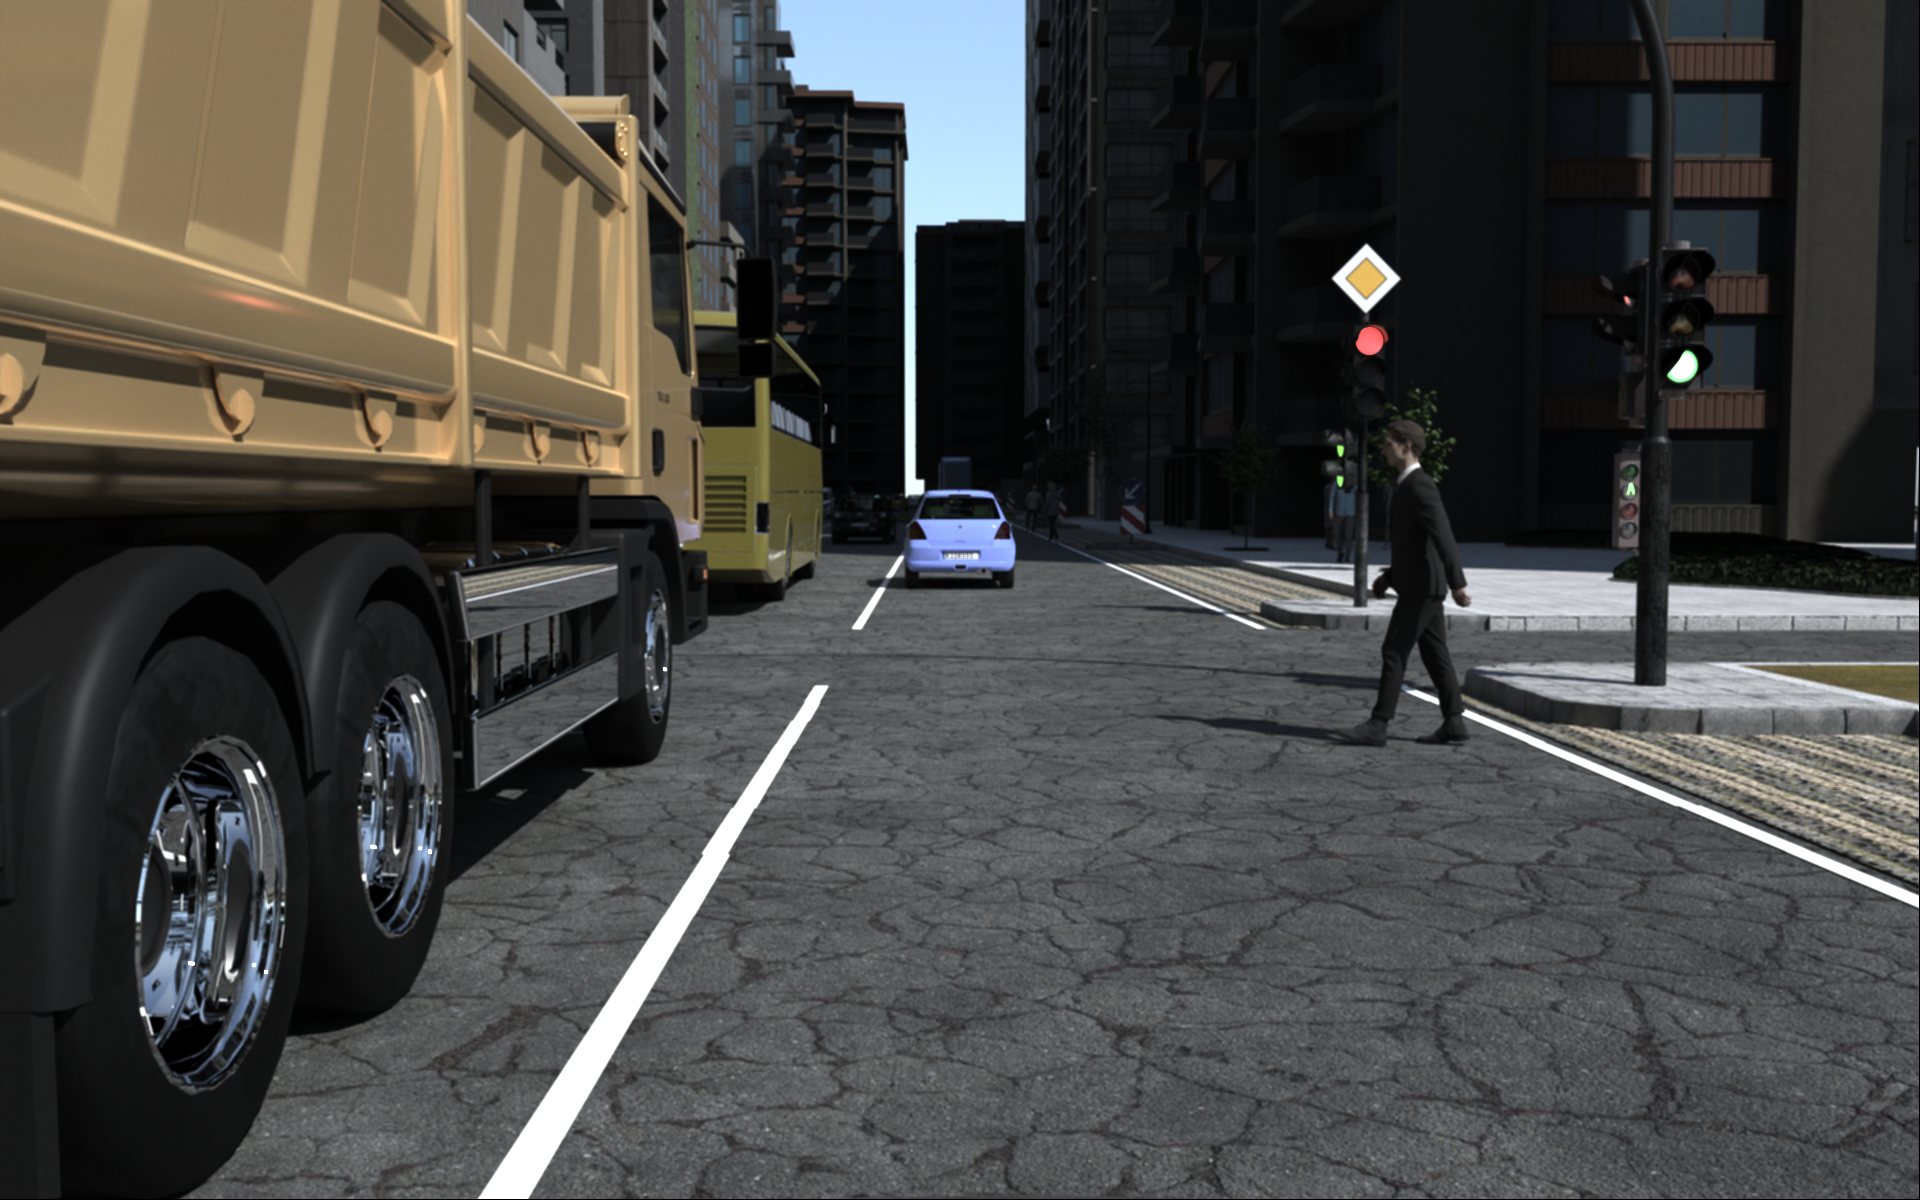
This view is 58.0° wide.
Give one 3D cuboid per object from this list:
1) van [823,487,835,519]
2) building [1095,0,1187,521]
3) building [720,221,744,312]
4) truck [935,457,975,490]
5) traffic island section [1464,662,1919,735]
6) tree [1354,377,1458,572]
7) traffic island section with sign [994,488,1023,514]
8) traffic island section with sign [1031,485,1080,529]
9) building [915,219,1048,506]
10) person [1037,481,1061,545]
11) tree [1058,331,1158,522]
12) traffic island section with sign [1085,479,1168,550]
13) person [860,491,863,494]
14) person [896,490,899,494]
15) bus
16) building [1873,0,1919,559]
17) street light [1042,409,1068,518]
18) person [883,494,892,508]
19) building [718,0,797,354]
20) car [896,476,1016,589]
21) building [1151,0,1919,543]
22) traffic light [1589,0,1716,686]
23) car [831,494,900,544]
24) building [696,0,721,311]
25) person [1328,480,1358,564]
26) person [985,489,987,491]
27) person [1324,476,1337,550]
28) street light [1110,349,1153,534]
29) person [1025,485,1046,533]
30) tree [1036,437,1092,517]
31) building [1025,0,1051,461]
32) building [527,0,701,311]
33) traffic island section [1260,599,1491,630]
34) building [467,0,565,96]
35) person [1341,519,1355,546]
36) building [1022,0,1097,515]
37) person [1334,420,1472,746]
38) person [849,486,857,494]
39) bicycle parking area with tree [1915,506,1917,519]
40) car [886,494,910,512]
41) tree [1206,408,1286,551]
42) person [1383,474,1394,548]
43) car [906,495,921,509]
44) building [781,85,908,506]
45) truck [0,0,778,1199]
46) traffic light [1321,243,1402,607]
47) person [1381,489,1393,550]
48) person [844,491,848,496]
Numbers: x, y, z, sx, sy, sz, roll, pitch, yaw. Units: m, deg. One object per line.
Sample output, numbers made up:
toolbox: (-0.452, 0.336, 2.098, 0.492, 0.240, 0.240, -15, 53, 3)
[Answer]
van: (-8.189, -5.696, 100.148, 2.013, 2.044, 4.112, 0, 4, -1)
building: (13.755, -24.694, 87.334, 14.154, 41.232, 14.086, 0, 4, -1)
building: (-28.591, -17.074, 124.192, 27.650, 21.520, 28.899, 0, 4, -1)
truck: (-0.018, -7.993, 120.442, 2.967, 4.110, 18.799, 0, 4, -2)
traffic island section: (4.657, 0.649, 11.672, 2.009, 0.180, 2.903, 0, 4, -1)
tree: (7.523, -2.087, 28.728, 1.663, 3.219, 1.824, 0, 3, 0)
traffic island section with sign: (3.409, -6.917, 121.718, 1.989, 1.847, 2.006, 0, 4, -1)
traffic island section with sign: (3.978, -3.900, 72.400, 1.989, 1.847, 2.006, 0, 4, -1)
building: (2.159, -25.278, 184.999, 14.107, 30.474, 14.160, 0, 4, -1)
person: (2.533, -2.434, 48.482, 0.709, 1.800, 0.728, -3, 5, -42)
tree: (6.478, -7.823, 78.263, 4.360, 8.622, 3.978, 0, 3, 0)
traffic island section with sign: (4.275, -2.221, 44.936, 1.989, 1.847, 2.006, 0, 4, -1)
person: (-9.481, -9.775, 168.835, 0.721, 1.766, 1.217, 0, 4, 2)
person: (-5.555, -8.992, 155.538, 0.705, 1.821, 1.348, -1, 4, -18)
bus: (-3.586, -2.106, 25.977, 2.896, 3.916, 12.252, 0, 4, -1)
building: (24.079, -20.862, 24.685, 14.086, 41.232, 14.154, 0, 4, -1)
street light: (5.179, -7.458, 94.477, 1.470, 5.913, 1.316, 0, 4, -1)
person: (-5.779, -7.735, 138.154, 0.628, 1.438, 0.799, 2, 4, 32)
building: (-30.517, -32.886, 157.286, 30.456, 49.044, 23.786, 0, 4, -1)
car: (-0.050, -1.100, 27.579, 1.945, 1.707, 3.694, 0, 4, -2)
building: (18.154, -24.662, 57.852, 22.147, 44.769, 28.867, 0, 4, -1)
traffic light: (2.526, -2.246, 11.392, 4.771, 5.953, 1.251, 0, 4, -1)
car: (-2.815, -2.533, 51.206, 2.009, 1.686, 4.222, 0, 4, 1)
building: (-21.935, -27.612, 101.567, 14.600, 45.320, 14.200, 0, 4, -1)
person: (7.146, -1.594, 31.972, 0.638, 1.841, 0.748, 1, 4, 21)
person: (2.118, -8.243, 143.203, 1.348, 1.831, 0.705, 0, 4, 0)
person: (8.600, -2.037, 39.710, 0.532, 1.782, 0.716, 1, 4, 17)
street light: (5.515, -5.086, 55.698, 1.470, 5.913, 1.316, 0, 4, -1)
person: (2.801, -3.356, 63.854, 0.782, 1.767, 0.515, 0, 4, 4)
tree: (5.911, -7.046, 98.919, 4.285, 4.588, 4.351, 0, 3, 0)
building: (19.891, -34.696, 156.521, 28.713, 52.752, 27.495, 0, 4, -1)
building: (-20.680, -24.523, 84.547, 14.154, 41.232, 14.086, 0, 4, -1)
traffic island section: (4.566, 0.161, 19.656, 2.009, 0.180, 2.903, 0, 4, -1)
building: (-28.034, -28.380, 53.259, 28.713, 52.752, 27.495, 0, 4, -1)
person: (9.581, -2.233, 42.728, 0.537, 1.800, 0.526, 3, 5, 44)
building: (15.529, -42.407, 131.612, 20.563, 71.187, 20.611, 0, 4, -1)
person: (2.533, -0.097, 9.865, 0.755, 1.850, 0.659, 1, 4, 16)
person: (-5.222, -4.596, 83.736, 0.778, 1.811, 0.616, -2, 4, -24)
bicycle parking area with tree: (48.960, -6.353, 90.879, 9.016, 4.147, 8.231, 2, 4, 29)
car: (-5.136, -8.085, 142.409, 2.015, 1.641, 3.980, 0, 4, 1)
tree: (6.535, -2.731, 39.246, 1.663, 3.219, 1.824, 0, 3, 0)
person: (10.381, -2.124, 41.121, 0.716, 1.782, 0.532, 0, 4, 4)
car: (-4.204, -9.174, 162.360, 2.083, 1.381, 4.827, 0, 4, 1)
building: (-20.156, -32.642, 188.320, 28.867, 44.769, 22.147, 0, 4, -1)
truck: (-2.826, -0.686, 7.144, 3.469, 3.379, 9.791, 0, 4, -1)
traffic light: (4.526, -1.873, 19.542, 0.839, 4.253, 0.868, 0, 4, -1)
person: (10.000, -1.997, 39.691, 0.512, 1.701, 0.522, -1, 4, -12)
person: (-10.903, -9.665, 167.235, 0.721, 1.736, 1.217, -3, 5, -45)
